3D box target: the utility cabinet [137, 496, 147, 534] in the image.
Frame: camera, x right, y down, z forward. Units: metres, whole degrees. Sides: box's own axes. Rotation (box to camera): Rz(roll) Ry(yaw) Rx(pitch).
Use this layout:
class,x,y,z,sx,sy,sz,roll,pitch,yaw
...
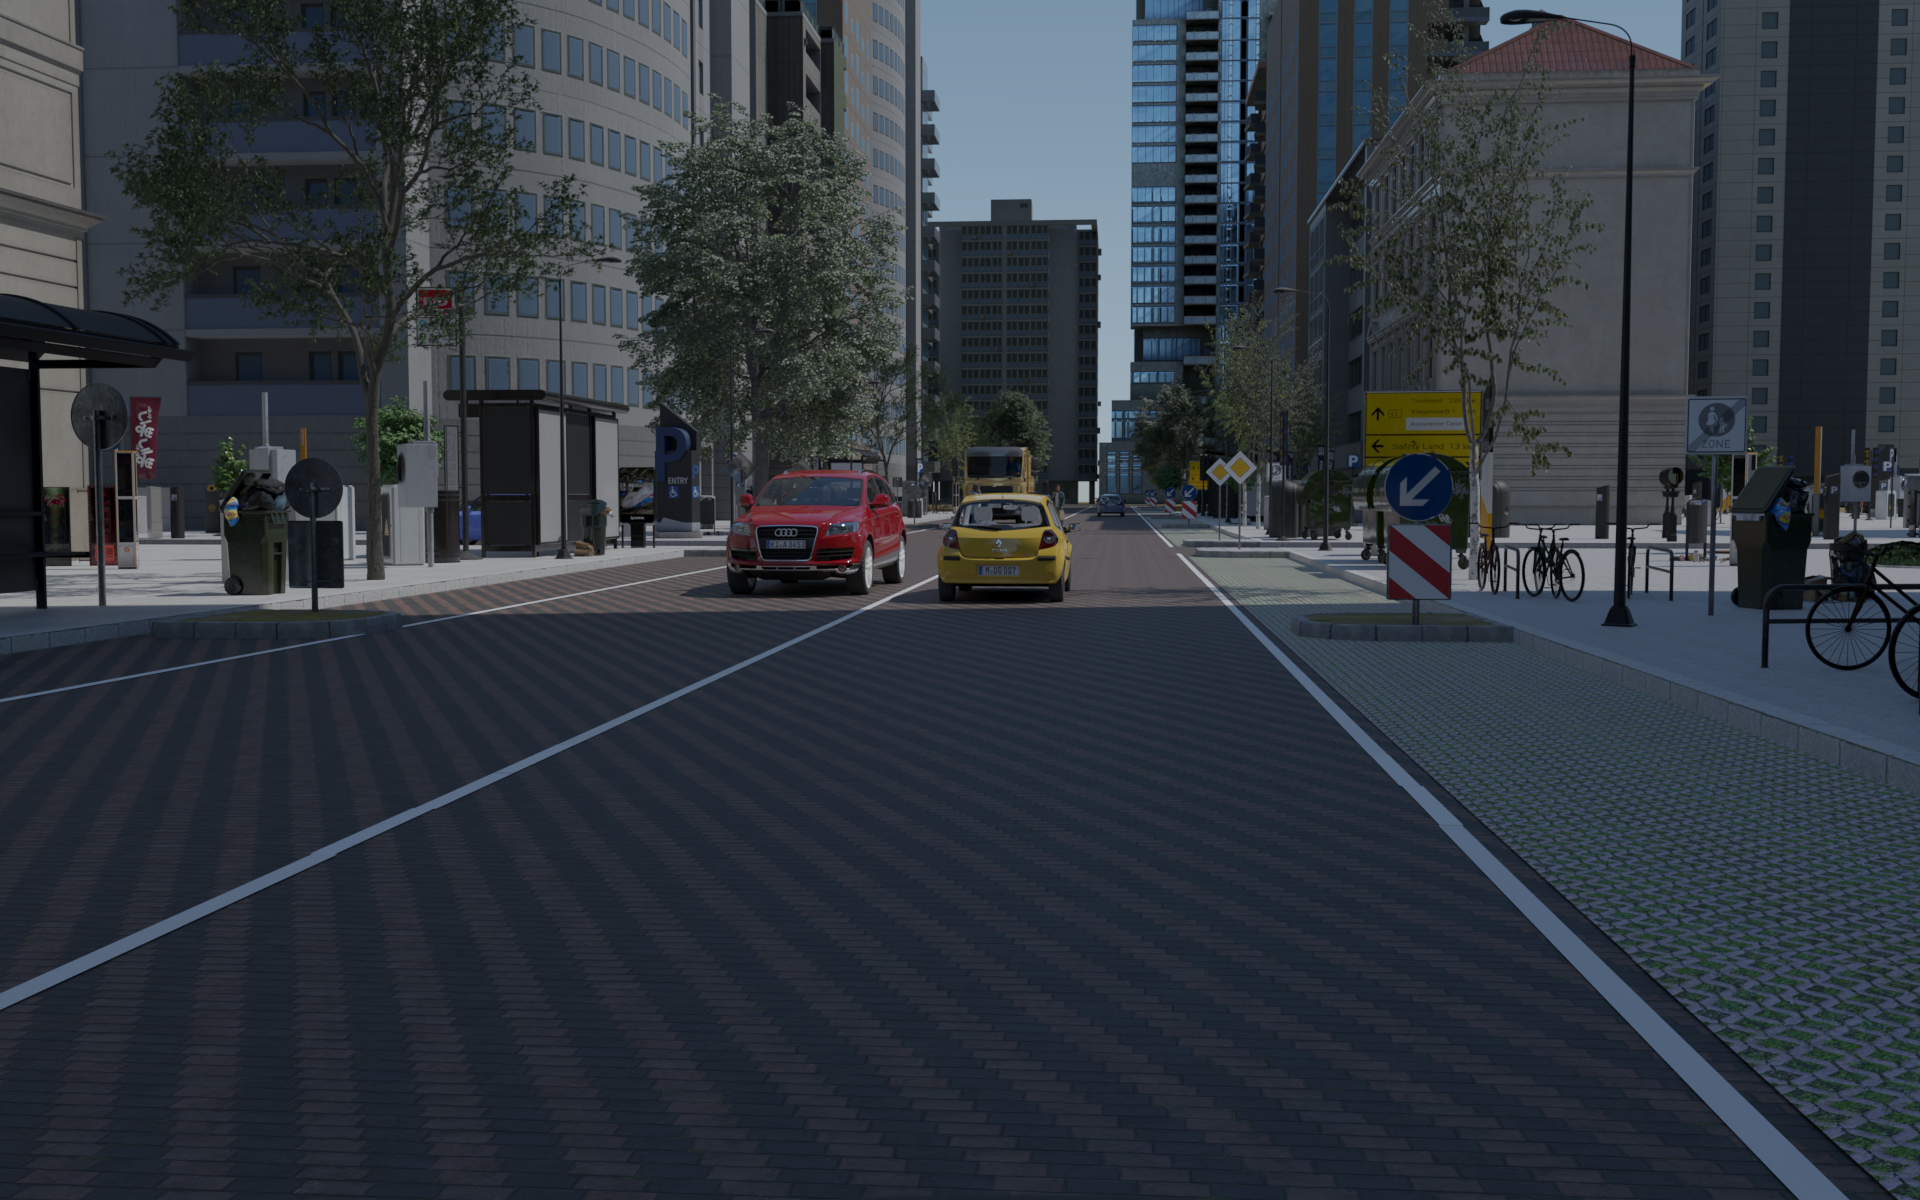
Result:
class,x,y,z,sx,sy,sz,roll,pitch,yaw
utility cabinet,-26.459,-2.748,56.087,0.306,1.237,1.020,1,4,19

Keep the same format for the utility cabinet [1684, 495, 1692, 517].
class,x,y,z,sx,sy,sz,roll,pitch,yaw
utility cabinet,40.629,-5.217,96.455,0.306,1.237,1.020,3,5,40

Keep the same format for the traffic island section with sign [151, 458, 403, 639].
class,x,y,z,sx,sy,sz,roll,pitch,yaw
traffic island section with sign,-6.996,-0.581,18.120,1.989,1.847,2.006,0,4,5

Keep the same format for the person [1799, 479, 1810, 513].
class,x,y,z,sx,sy,sz,roll,pitch,yaw
person,19.949,-2.042,42.106,0.699,1.804,1.509,-2,4,-32

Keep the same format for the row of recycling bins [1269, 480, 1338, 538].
class,x,y,z,sx,sy,sz,roll,pitch,yaw
row of recycling bins,10.304,-2.734,51.806,1.069,1.692,3.534,3,5,39

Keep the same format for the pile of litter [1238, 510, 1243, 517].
class,x,y,z,sx,sy,sz,roll,pitch,yaw
pile of litter,15.456,-5.125,97.763,1.176,0.858,1.719,-3,5,-40

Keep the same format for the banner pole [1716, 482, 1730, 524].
class,x,y,z,sx,sy,sz,roll,pitch,yaw
banner pole,32.592,-5.167,74.491,0.863,3.779,0.401,-2,4,-24

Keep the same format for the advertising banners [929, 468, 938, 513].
class,x,y,z,sx,sy,sz,roll,pitch,yaw
advertising banners,-1.785,-7.292,115.404,0.090,3.025,2.074,-1,4,-16

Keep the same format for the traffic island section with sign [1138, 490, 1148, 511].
class,x,y,z,sx,sy,sz,roll,pitch,yaw
traffic island section with sign,16.531,-8.601,149.260,1.989,1.847,2.006,0,4,5

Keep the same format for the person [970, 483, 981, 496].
class,x,y,z,sx,sy,sz,roll,pitch,yaw
person,0.462,-2.970,57.323,0.793,1.790,0.793,3,4,39

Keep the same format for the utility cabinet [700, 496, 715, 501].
class,x,y,z,sx,sy,sz,roll,pitch,yaw
utility cabinet,-10.516,-3.715,71.897,0.306,1.237,1.020,1,4,20

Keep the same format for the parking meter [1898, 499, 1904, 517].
class,x,y,z,sx,sy,sz,roll,pitch,yaw
parking meter,52.058,-5.507,95.746,0.255,1.863,0.399,0,4,7

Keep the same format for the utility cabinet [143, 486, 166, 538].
class,x,y,z,sx,sy,sz,roll,pitch,yaw
utility cabinet,-23.310,-2.535,50.132,0.318,1.500,1.173,-2,4,-30

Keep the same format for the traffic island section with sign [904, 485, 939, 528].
class,x,y,z,sx,sy,sz,roll,pitch,yaw
traffic island section with sign,-1.909,-3.966,73.478,1.989,1.847,2.006,0,4,5

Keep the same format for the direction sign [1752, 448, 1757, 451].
class,x,y,z,sx,sy,sz,roll,pitch,yaw
direction sign,39.081,-5.750,86.016,0.379,3.537,0.876,-3,4,-38

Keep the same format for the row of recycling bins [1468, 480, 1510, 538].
class,x,y,z,sx,sy,sz,roll,pitch,yaw
row of recycling bins,15.493,-2.760,52.238,1.069,1.692,3.534,-1,4,-8

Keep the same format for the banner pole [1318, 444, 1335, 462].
class,x,y,z,sx,sy,sz,roll,pitch,yaw
banner pole,18.312,-5.907,86.596,0.863,3.779,0.401,1,4,14

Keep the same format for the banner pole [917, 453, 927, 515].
class,x,y,z,sx,sy,sz,roll,pitch,yaw
banner pole,-2.399,-7.107,106.208,0.863,3.779,0.401,-3,4,-38

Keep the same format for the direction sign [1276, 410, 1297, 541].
class,x,y,z,sx,sy,sz,roll,pitch,yaw
direction sign,8.843,-3.387,47.369,0.379,3.537,0.876,0,4,-2

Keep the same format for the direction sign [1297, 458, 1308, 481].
class,x,y,z,sx,sy,sz,roll,pitch,yaw
direction sign,21.745,-7.227,110.154,0.876,3.537,0.379,3,5,43

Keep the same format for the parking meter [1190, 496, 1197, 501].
class,x,y,z,sx,sy,sz,roll,pitch,yaw
parking meter,13.956,-5.820,103.572,0.372,1.533,0.369,0,3,0

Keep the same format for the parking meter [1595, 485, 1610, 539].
class,x,y,z,sx,sy,sz,roll,pitch,yaw
parking meter,18.328,-2.508,49.410,0.372,1.533,0.369,0,3,0

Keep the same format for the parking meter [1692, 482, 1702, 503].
class,x,y,z,sx,sy,sz,roll,pitch,yaw
parking meter,35.243,-4.719,82.868,0.255,1.863,0.399,-1,4,-17

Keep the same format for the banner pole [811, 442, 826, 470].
class,x,y,z,sx,sy,sz,roll,pitch,yaw
banner pole,-5.765,-4.964,71.183,0.863,3.779,0.401,-1,4,-12

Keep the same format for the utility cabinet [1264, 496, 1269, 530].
class,x,y,z,sx,sy,sz,roll,pitch,yaw
utility cabinet,11.415,-3.113,62.058,1.020,1.237,0.306,2,4,31

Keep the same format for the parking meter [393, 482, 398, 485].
class,x,y,z,sx,sy,sz,roll,pitch,yaw
parking meter,-19.427,-3.292,59.532,0.399,1.863,0.255,2,4,24

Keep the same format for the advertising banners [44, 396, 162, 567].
class,x,y,z,sx,sy,sz,roll,pitch,yaw
advertising banners,-15.324,-2.121,30.872,2.074,3.025,0.090,-1,4,-20

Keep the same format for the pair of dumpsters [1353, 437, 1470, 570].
class,x,y,z,sx,sy,sz,roll,pitch,yaw
pair of dumpsters,8.220,-1.771,31.450,1.574,2.255,4.437,0,4,5

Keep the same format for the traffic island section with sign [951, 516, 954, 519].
class,x,y,z,sx,sy,sz,roll,pitch,yaw
traffic island section with sign,0.552,-5.608,100.321,1.989,1.847,2.006,0,4,5

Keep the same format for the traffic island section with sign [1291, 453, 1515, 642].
class,x,y,z,sx,sy,sz,roll,pitch,yaw
traffic island section with sign,4.429,-0.551,17.644,1.989,1.847,2.006,0,4,5

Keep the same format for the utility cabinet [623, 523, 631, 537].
class,x,y,z,sx,sy,sz,roll,pitch,yaw
utility cabinet,-9.875,-2.509,52.191,0.306,1.237,1.020,0,4,3

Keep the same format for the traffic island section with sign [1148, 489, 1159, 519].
class,x,y,z,sx,sy,sz,roll,pitch,yaw
traffic island section with sign,11.956,-5.564,99.600,1.989,1.847,2.006,0,4,5

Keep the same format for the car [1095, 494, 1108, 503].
class,x,y,z,sx,sy,sz,roll,pitch,yaw
car,14.347,-9.699,170.374,2.131,1.459,4.920,0,4,4

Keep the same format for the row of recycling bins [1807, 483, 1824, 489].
class,x,y,z,sx,sy,sz,roll,pitch,yaw
row of recycling bins,39.497,-4.441,79.730,1.069,1.692,3.534,1,4,18

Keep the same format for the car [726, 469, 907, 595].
class,x,y,z,sx,sy,sz,roll,pitch,yaw
car,-2.090,-1.085,26.415,2.281,1.827,5.304,0,4,7

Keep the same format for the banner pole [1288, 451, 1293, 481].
class,x,y,z,sx,sy,sz,roll,pitch,yaw
banner pole,16.766,-6.056,89.035,0.863,3.779,0.401,3,4,37

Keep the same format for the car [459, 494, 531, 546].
class,x,y,z,sx,sy,sz,roll,pitch,yaw
car,-12.558,-2.288,47.003,3.694,1.707,1.945,0,4,5

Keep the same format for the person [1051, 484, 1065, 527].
class,x,y,z,sx,sy,sz,roll,pitch,yaw
person,4.065,-3.840,71.262,0.794,1.824,0.713,3,5,42

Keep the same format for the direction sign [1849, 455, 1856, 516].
class,x,y,z,sx,sy,sz,roll,pitch,yaw
direction sign,51.376,-6.583,99.628,0.379,3.537,0.876,3,4,37

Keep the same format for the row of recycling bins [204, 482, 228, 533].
class,x,y,z,sx,sy,sz,roll,pitch,yaw
row of recycling bins,-23.502,-3.032,56.686,3.534,1.692,1.069,3,4,36

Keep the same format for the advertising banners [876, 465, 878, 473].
class,x,y,z,sx,sy,sz,roll,pitch,yaw
advertising banners,-5.186,-6.693,105.618,0.090,3.025,2.074,-1,4,-11

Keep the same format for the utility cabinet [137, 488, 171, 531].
class,x,y,z,sx,sy,sz,roll,pitch,yaw
utility cabinet,-27.571,-3.079,59.021,1.173,1.500,0.318,-3,5,-45

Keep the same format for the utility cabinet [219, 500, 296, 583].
class,x,y,z,sx,sy,sz,roll,pitch,yaw
utility cabinet,-10.235,-0.863,25.279,0.306,1.237,1.020,3,5,41

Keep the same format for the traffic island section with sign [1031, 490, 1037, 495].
class,x,y,z,sx,sy,sz,roll,pitch,yaw
traffic island section with sign,7.667,-10.343,177.730,1.989,1.847,2.006,0,4,5

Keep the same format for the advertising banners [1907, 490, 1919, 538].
class,x,y,z,sx,sy,sz,roll,pitch,yaw
advertising banners,28.163,-3.329,50.609,0.090,3.025,2.074,1,4,9

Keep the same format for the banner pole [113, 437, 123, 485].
class,x,y,z,sx,sy,sz,roll,pitch,yaw
banner pole,-28.015,-4.141,57.722,0.401,3.779,0.863,0,4,-2

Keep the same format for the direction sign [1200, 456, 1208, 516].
class,x,y,z,sx,sy,sz,roll,pitch,yaw
direction sign,14.392,-6.746,102.296,0.379,3.537,0.876,3,4,38

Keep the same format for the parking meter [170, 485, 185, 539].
class,x,y,z,sx,sy,sz,roll,pitch,yaw
parking meter,-22.578,-2.541,49.952,0.372,1.533,0.369,0,3,0

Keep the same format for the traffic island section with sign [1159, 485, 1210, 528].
class,x,y,z,sx,sy,sz,roll,pitch,yaw
traffic island section with sign,9.489,-3.922,72.758,1.989,1.847,2.006,0,4,5

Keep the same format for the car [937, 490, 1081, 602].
class,x,y,z,sx,sy,sz,roll,pitch,yaw
car,0.692,-0.873,24.495,2.015,1.641,3.980,0,4,5

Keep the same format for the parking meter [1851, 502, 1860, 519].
class,x,y,z,sx,sy,sz,roll,pitch,yaw
parking meter,46.119,-5.103,89.138,0.255,1.863,0.399,0,4,-3

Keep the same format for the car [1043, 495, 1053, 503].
class,x,y,z,sx,sy,sz,roll,pitch,yaw
car,6.709,-7.870,141.035,2.083,1.381,4.827,0,4,5

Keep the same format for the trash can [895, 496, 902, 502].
class,x,y,z,sx,sy,sz,roll,pitch,yaw
trash can,-3.815,-5.789,106.297,0.748,1.137,0.748,0,3,0

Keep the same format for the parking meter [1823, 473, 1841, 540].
class,x,y,z,sx,sy,sz,roll,pitch,yaw
parking meter,24.521,-2.632,48.739,0.399,1.863,0.255,0,4,5

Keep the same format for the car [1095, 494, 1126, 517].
class,x,y,z,sx,sy,sz,roll,pitch,yaw
car,9.644,-6.040,110.755,2.014,1.417,4.499,0,4,4

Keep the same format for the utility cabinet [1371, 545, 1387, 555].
class,x,y,z,sx,sy,sz,roll,pitch,yaw
utility cabinet,8.861,-1.692,36.338,0.318,1.500,1.173,1,4,23

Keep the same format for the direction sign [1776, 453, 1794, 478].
class,x,y,z,sx,sy,sz,roll,pitch,yaw
direction sign,45.954,-6.394,96.540,0.876,3.537,0.379,3,4,39

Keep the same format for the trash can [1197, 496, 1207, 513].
class,x,y,z,sx,sy,sz,roll,pitch,yaw
trash can,16.561,-6.532,118.453,0.748,1.137,0.748,0,3,0
